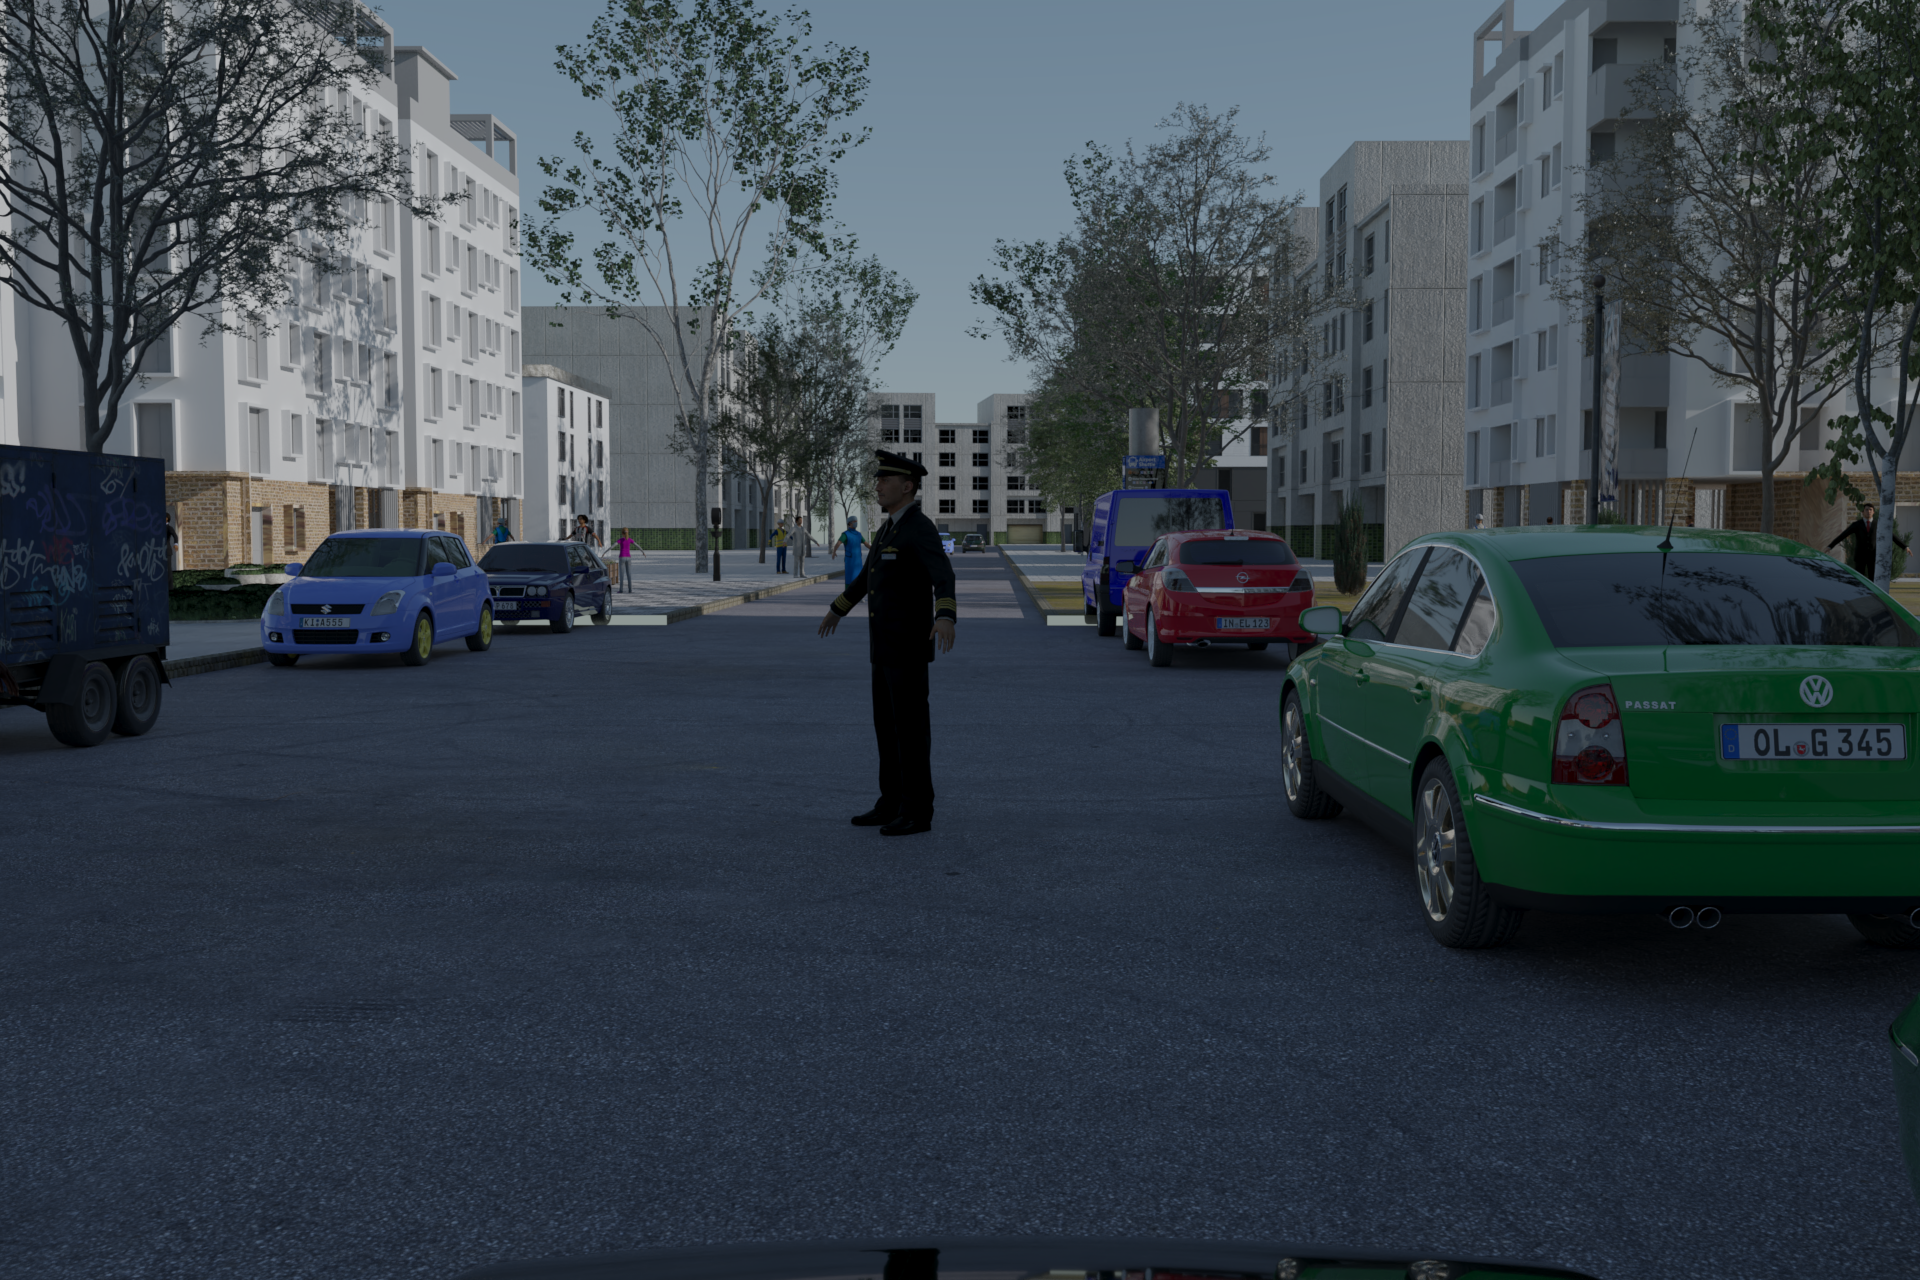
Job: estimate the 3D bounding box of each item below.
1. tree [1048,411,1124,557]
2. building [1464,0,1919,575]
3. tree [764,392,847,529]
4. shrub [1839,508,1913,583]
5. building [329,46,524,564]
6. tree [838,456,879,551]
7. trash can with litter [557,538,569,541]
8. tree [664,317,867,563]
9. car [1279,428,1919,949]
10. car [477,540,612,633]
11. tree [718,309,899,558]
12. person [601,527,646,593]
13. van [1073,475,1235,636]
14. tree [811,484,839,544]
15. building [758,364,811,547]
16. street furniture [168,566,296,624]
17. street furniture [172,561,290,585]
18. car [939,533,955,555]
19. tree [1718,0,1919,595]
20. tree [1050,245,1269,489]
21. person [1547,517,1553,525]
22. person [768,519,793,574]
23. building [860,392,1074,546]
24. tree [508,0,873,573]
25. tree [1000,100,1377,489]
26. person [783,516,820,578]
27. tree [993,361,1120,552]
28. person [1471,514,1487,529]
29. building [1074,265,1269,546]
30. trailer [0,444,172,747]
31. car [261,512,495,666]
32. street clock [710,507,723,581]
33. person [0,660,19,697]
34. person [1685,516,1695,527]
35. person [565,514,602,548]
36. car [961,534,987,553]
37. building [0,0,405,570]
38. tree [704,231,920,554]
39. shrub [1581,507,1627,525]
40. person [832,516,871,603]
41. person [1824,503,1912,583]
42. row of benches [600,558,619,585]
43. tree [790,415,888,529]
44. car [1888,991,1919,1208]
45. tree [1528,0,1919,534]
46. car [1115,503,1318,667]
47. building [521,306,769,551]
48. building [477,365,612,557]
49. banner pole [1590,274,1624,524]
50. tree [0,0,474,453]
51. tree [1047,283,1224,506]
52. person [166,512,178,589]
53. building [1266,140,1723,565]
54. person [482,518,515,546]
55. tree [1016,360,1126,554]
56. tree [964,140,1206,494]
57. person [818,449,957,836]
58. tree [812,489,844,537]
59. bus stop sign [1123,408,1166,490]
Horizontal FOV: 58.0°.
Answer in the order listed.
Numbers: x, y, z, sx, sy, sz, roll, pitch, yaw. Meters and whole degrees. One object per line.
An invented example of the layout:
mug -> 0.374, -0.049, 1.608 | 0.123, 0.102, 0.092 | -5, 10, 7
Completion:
tree -> 7.156, -9.026, 97.943 | 4.737, 8.622, 4.395 | 0, 3, 0
building -> 23.962, -12.630, 62.918 | 16.016, 20.090, 11.380 | 0, 4, 1
tree -> -8.181, -8.171, 83.953 | 4.360, 8.622, 3.978 | 0, 3, 0
shrub -> 23.512, -2.451, 44.499 | 1.690, 2.028, 1.600 | 0, 3, 0
building -> -25.862, -12.985, 68.721 | 16.016, 20.090, 11.380 | 0, 4, 1
tree -> -6.821, -11.249, 134.287 | 4.360, 8.622, 3.978 | 0, 3, 0
trash can with litter -> -7.115, -1.273, 31.867 | 1.678, 1.210, 2.233 | 0, 4, 2
tree -> -8.550, -8.600, 75.027 | 8.767, 10.594, 7.601 | -1, 4, -21
car -> 2.540, 0.088, 7.356 | 1.959, 1.807, 4.718 | 0, 4, 0
car -> -6.460, -0.834, 26.223 | 1.945, 1.354, 3.894 | 0, 4, 1
tree -> -8.129, -11.244, 94.210 | 12.009, 13.543, 11.850 | 0, 3, 0
person -> -7.279, -1.729, 37.542 | 0.991, 1.433, 0.599 | -2, 4, -27
van -> 2.888, -1.315, 25.889 | 2.240, 2.365, 5.245 | 0, 4, 0
tree -> -17.895, -16.801, 225.063 | 4.737, 8.622, 4.395 | 0, 3, 0
building -> -26.183, -19.459, 184.607 | 16.747, 18.905, 31.486 | 0, 4, 2
street furniture -> -12.243, -0.877, 29.967 | 5.734, 0.657, 10.072 | 1, 4, 11
street furniture -> -16.236, -1.689, 43.242 | 5.734, 0.657, 10.072 | 2, 4, 25
car -> -1.293, -6.717, 119.410 | 1.945, 1.707, 3.694 | 0, 4, 1
tree -> 9.239, -4.061, 16.766 | 4.737, 8.622, 4.395 | 0, 3, 0
tree -> 6.965, -8.236, 60.411 | 9.928, 11.665, 9.643 | 0, 3, 0
person -> 17.619, -2.781, 51.748 | 1.348, 1.796, 0.705 | 2, 4, 35
person -> -5.718, -3.023, 55.891 | 1.216, 1.772, 0.721 | -3, 5, -44
building -> 3.256, -21.741, 224.387 | 31.486, 18.905, 16.747 | 0, 4, -6
tree -> -8.897, -12.368, 58.101 | 12.611, 20.169, 13.585 | 0, 3, 0
tree -> 6.329, -8.447, 48.485 | 12.009, 13.543, 11.850 | 0, 3, 0
person -> -4.701, -2.730, 50.815 | 1.347, 1.806, 0.705 | -3, 5, -44
tree -> 7.211, -12.960, 122.271 | 12.009, 13.543, 11.850 | 0, 3, 0
person -> 14.609, -2.628, 48.825 | 1.347, 1.847, 0.705 | 0, 4, -7
building -> 23.558, -18.583, 147.806 | 27.936, 21.610, 32.646 | 0, 4, 1
trailer -> -6.530, -0.257, 11.244 | 1.471, 1.999, 3.904 | 0, 4, 1
car -> -6.636, -0.632, 19.933 | 1.945, 1.707, 3.694 | 0, 4, 1
street clock -> -6.622, -2.602, 47.107 | 0.358, 2.002, 0.471 | 0, 3, 0
person -> -3.772, 0.184, 5.573 | 1.348, 1.813, 0.705 | 0, 4, -5
person -> 20.472, -2.597, 48.682 | 0.704, 1.802, 1.346 | 1, 4, 20
person -> -10.405, -2.540, 47.670 | 1.345, 1.843, 0.704 | 1, 4, 20
car -> 1.041, -7.330, 129.635 | 2.009, 1.686, 4.222 | 0, 4, 1
building -> -25.982, -11.943, 51.685 | 16.016, 20.090, 11.380 | 0, 4, 1
tree -> -9.214, -15.508, 109.446 | 12.611, 20.169, 13.585 | 0, 3, 0
shrub -> 17.008, -2.516, 45.564 | 1.690, 2.028, 1.600 | 0, 3, 0
person -> -2.213, -1.683, 36.109 | 0.704, 1.817, 1.347 | 3, 5, 43
person -> 15.410, -1.422, 29.430 | 1.347, 1.806, 0.705 | 1, 4, 21
row of benches -> -8.946, -1.684, 42.992 | 1.422, 0.672, 4.104 | 0, 4, -6
tree -> -8.166, -11.725, 126.110 | 8.767, 10.594, 7.601 | -1, 4, -23
car -> 2.519, 0.656, 1.066 | 2.131, 1.459, 4.920 | 0, 3, 0
tree -> 16.598, -7.627, 35.065 | 12.009, 13.543, 11.850 | 0, 3, 0
car -> 2.933, -0.681, 20.171 | 2.155, 1.783, 4.494 | 0, 4, 0
building -> -26.924, -17.359, 150.272 | 16.747, 18.905, 31.486 | 0, 4, 1
building -> -24.604, -9.651, 99.946 | 9.099, 9.664, 28.070 | 0, 4, 1
banner pole -> 6.159, -1.625, 16.579 | 0.401, 3.779, 0.863 | 0, 4, 1
tree -> -12.412, -6.999, 24.798 | 12.009, 13.543, 11.850 | 0, 3, 0
tree -> 7.348, -9.444, 72.532 | 7.486, 12.596, 7.792 | 0, 3, 0
person -> -16.630, -1.795, 36.064 | 1.216, 1.740, 0.721 | 2, 4, 34
building -> 26.264, -13.459, 86.520 | 16.747, 18.905, 31.486 | 0, 4, 1
person -> -15.196, -3.127, 57.252 | 0.704, 1.817, 1.347 | 3, 4, 38
tree -> 7.337, -11.779, 110.711 | 7.486, 12.596, 7.792 | 0, 3, 0
tree -> 6.131, -14.099, 86.404 | 12.611, 20.169, 13.585 | 0, 3, 0
person -> -0.315, 0.000, 8.388 | 0.705, 1.837, 1.347 | -2, 4, -29
tree -> -16.395, -16.423, 218.873 | 4.360, 8.622, 3.978 | 0, 3, 0
bus stop sign -> 3.866, -2.903, 36.472 | 0.837, 3.901, 0.837 | 0, 4, 2
